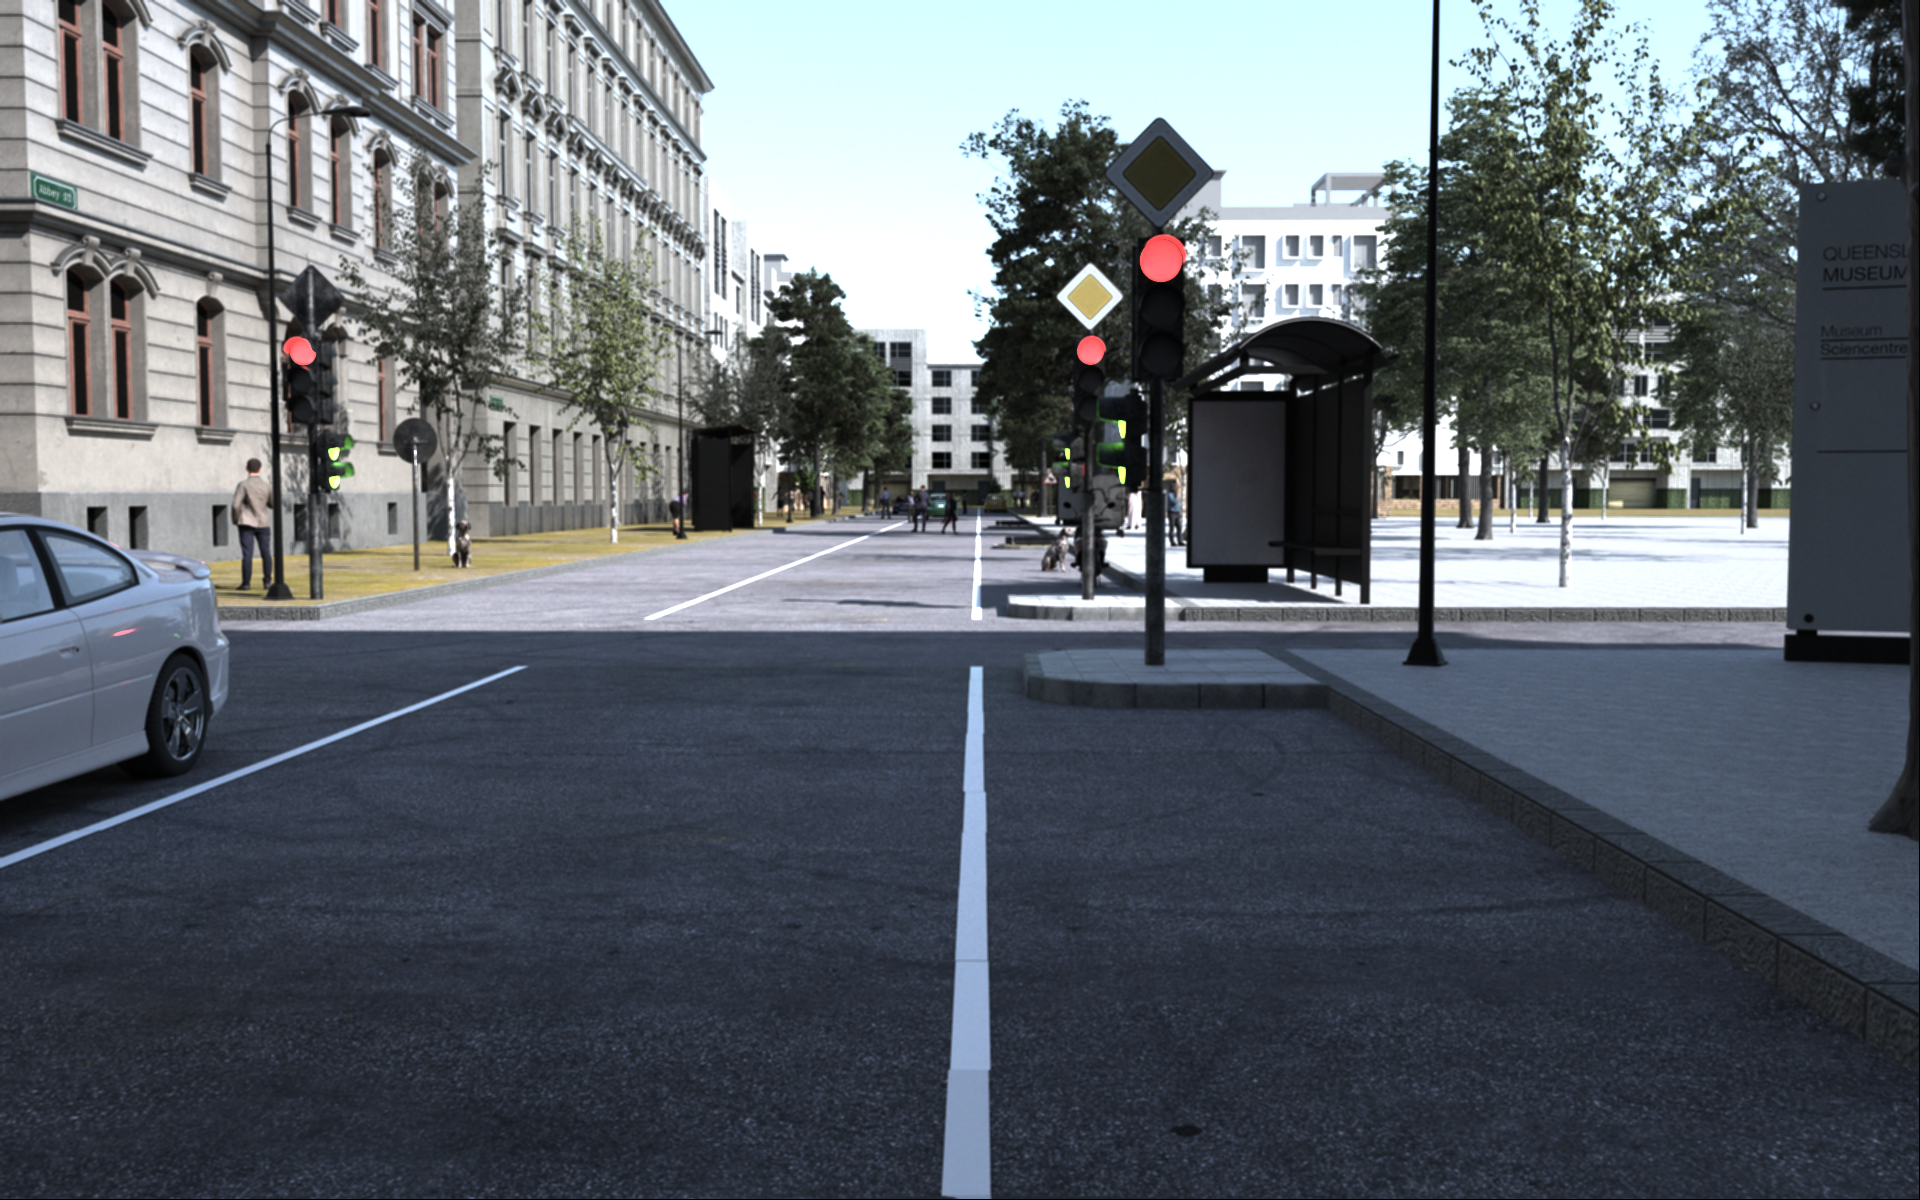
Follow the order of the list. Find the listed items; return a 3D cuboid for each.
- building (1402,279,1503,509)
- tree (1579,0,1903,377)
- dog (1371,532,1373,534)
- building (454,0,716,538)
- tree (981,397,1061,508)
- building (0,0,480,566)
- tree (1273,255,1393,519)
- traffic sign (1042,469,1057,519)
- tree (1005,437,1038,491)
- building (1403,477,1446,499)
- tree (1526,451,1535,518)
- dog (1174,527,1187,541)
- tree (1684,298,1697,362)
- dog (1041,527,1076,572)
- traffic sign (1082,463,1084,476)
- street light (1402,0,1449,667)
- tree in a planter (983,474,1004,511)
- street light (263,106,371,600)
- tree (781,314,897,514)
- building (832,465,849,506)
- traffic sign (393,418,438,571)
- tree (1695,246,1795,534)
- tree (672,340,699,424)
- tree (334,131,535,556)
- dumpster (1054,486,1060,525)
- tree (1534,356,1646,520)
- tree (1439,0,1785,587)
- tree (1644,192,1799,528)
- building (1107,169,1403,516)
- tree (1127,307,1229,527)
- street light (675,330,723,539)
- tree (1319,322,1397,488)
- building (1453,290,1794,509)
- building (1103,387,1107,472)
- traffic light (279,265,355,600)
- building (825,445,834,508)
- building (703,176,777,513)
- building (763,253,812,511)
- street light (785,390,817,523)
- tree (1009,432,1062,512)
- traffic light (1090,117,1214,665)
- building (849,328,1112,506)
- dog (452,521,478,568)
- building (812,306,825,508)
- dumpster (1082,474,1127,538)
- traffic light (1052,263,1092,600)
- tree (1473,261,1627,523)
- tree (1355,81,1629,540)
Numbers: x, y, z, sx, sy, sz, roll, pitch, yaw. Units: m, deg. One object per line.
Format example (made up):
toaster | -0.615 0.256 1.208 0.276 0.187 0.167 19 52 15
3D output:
building | 41.910 -18.469 158.392 11.380 20.091 16.016 0 4 1
tree | 16.945 -7.494 32.890 12.009 13.543 11.850 0 3 0
dog | 12.981 -2.326 55.767 0.550 0.427 0.748 0 4 0
building | -21.488 -18.050 71.532 17.030 29.872 44.131 0 4 1
tree | 5.766 -14.420 161.517 9.928 11.665 9.643 0 3 0
building | -20.237 -15.270 37.051 14.401 28.519 23.554 0 4 1
tree | 21.226 -10.875 88.183 12.009 13.543 11.850 0 3 0
traffic sign | 4.751 -5.540 90.589 0.884 2.594 0.081 1 4 9
tree | 6.181 -13.413 169.663 4.360 8.622 3.978 0 3 0
building | 36.464 -19.943 192.532 31.486 18.905 16.747 0 4 1
tree | 30.955 -8.721 92.946 4.360 8.622 3.978 0 3 0
dog | 6.264 -2.035 47.648 0.800 0.831 0.513 1 4 17
tree | 25.240 -6.399 54.987 4.360 8.622 3.978 0 3 0
dog | 1.740 -0.941 32.220 0.513 0.831 0.800 -2 4 -28
traffic sign | 4.774 -3.826 62.666 0.768 2.556 0.104 1 4 9
street light | 2.969 -2.468 12.892 1.470 5.913 1.316 0 4 1
tree in a planter | 2.999 -9.325 149.681 1.991 3.239 1.994 0 4 1
street light | -7.742 -2.957 20.885 1.470 5.913 1.316 0 4 1
tree | -7.775 -11.678 109.058 7.486 12.596 7.792 0 3 0
building | -26.275 -15.183 190.389 28.070 9.664 9.099 0 4 1
traffic sign | -9.114 -1.766 28.981 0.768 2.556 0.104 0 4 4
tree | 23.459 -6.010 48.631 4.360 8.622 3.978 0 3 0
tree | -10.312 -7.650 75.445 4.360 8.622 3.978 0 3 0
tree | -10.505 -5.201 35.401 4.360 8.622 3.978 0 3 0
dumpster | 4.597 -4.084 72.532 1.264 1.857 1.865 0 4 1
tree | 31.479 -8.239 85.065 4.360 8.622 3.978 0 3 0
tree | 8.448 -4.468 23.412 4.737 8.622 4.395 0 3 0
tree | 29.524 -8.982 64.982 7.486 12.596 7.792 0 3 0
building | 17.674 -15.299 106.561 16.016 20.091 11.380 0 4 1
tree | 8.630 -7.151 67.277 4.737 8.622 4.395 0 3 0
street light | -7.404 -4.691 49.245 1.470 5.913 1.316 0 4 1
tree | 17.030 -7.520 73.308 4.360 8.622 3.978 0 3 0
building | 63.346 -17.866 158.570 31.486 18.905 16.747 0 4 1
building | 17.625 -16.034 118.572 16.016 20.091 11.380 0 4 1
traffic light | -7.825 -1.942 20.996 0.839 4.213 0.868 0 4 1
building | -17.592 -18.533 159.437 11.380 20.091 16.016 0 4 1
building | -22.098 -15.035 112.281 16.747 18.905 31.486 0 4 1
building | -20.281 -16.978 134.005 16.016 20.091 11.380 0 4 1
street light | -7.080 -6.405 77.258 1.470 5.913 1.316 0 4 1
tree | 5.034 -10.770 126.448 4.737 8.622 4.395 0 3 0
traffic light | 1.447 -1.448 12.923 0.839 4.213 0.868 0 4 1
building | 3.921 -19.966 192.907 31.486 18.905 16.747 0 4 1
dog | -8.622 -0.975 30.328 0.513 0.831 0.800 1 4 18
building | -20.140 -17.672 145.363 16.016 20.091 11.380 0 4 1
dumpster | 4.309 -2.796 51.472 1.264 1.857 1.865 0 4 1
traffic light | 1.536 -1.937 20.908 0.839 4.213 0.868 0 4 1
tree | 25.886 -9.447 76.511 6.751 12.117 7.091 0 3 0
tree | 14.792 -7.986 48.702 7.486 12.596 7.792 0 3 0
